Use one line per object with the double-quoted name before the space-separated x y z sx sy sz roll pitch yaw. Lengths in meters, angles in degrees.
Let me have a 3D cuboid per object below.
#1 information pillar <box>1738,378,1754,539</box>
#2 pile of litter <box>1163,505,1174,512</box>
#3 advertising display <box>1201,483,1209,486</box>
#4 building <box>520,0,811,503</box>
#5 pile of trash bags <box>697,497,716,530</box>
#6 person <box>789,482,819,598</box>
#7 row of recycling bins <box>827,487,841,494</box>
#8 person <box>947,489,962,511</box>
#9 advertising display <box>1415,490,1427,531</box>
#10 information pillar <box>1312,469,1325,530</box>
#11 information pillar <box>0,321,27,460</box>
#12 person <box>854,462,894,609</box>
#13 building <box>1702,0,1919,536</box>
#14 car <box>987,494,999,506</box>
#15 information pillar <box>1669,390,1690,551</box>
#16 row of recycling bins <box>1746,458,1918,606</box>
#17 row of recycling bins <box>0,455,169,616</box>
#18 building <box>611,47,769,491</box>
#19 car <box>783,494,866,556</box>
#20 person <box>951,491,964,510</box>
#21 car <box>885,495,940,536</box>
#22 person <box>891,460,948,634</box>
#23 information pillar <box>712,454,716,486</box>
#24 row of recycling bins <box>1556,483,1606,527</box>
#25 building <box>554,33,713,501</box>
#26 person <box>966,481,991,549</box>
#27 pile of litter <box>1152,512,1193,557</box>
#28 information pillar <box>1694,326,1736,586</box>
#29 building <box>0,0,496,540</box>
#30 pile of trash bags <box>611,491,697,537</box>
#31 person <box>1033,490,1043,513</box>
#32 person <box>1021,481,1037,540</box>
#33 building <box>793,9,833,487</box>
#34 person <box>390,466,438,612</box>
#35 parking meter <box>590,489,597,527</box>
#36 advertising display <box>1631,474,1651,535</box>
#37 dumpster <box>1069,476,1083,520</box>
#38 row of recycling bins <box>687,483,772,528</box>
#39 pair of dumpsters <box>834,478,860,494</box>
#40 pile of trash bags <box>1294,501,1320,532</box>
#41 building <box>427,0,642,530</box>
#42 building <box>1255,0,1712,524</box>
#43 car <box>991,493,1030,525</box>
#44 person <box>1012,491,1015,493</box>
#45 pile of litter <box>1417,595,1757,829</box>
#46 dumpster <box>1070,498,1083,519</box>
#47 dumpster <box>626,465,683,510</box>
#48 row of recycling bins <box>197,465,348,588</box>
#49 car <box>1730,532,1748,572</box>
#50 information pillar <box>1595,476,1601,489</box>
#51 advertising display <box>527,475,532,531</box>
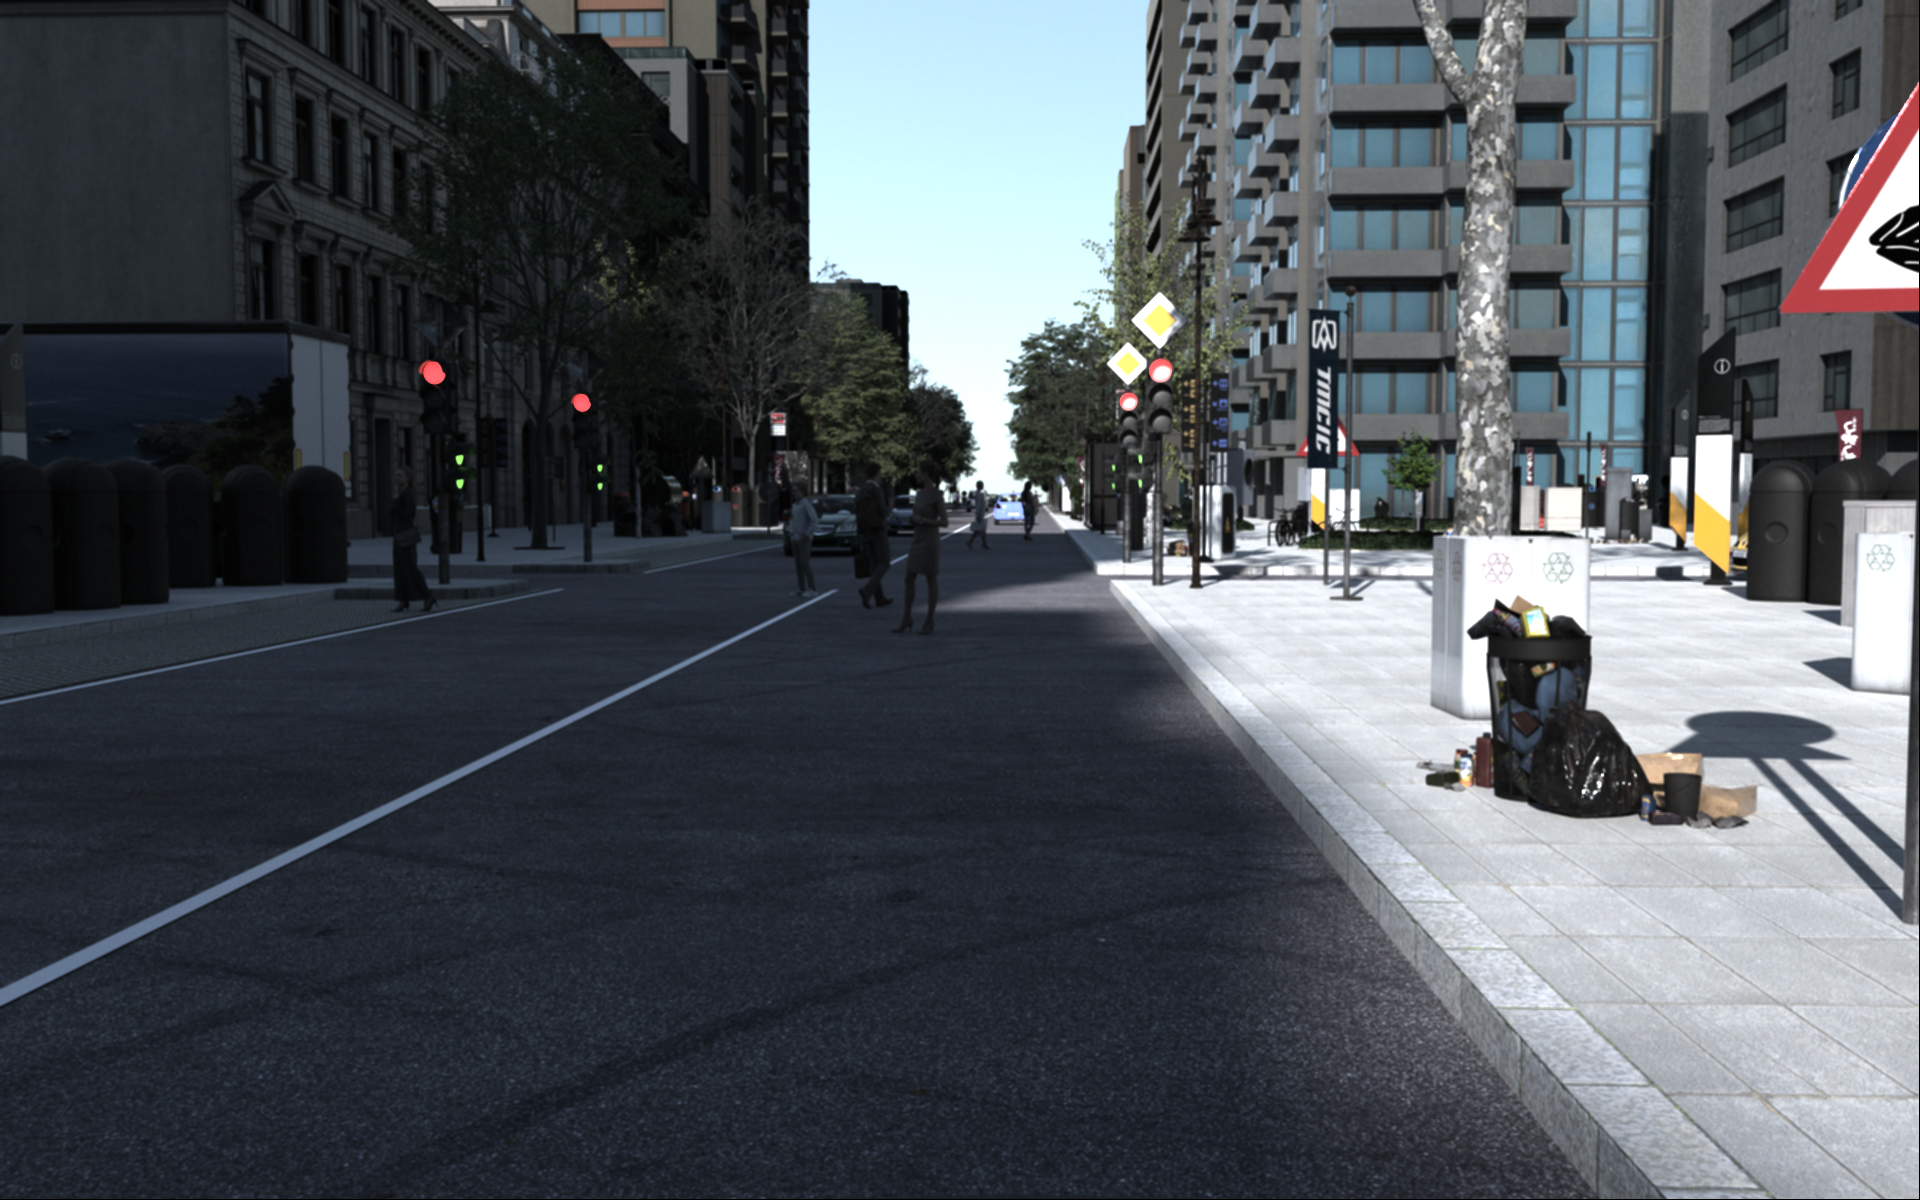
"information pillar" 15.973 -2.683 35.215 0.183 3.616 0.504 3 5 43
"pile of litter" 8.380 -3.380 69.225 1.719 0.858 1.176 3 5 40
"advertising display" 14.772 -6.080 104.618 0.974 1.923 0.123 -2 4 -26
"building" -23.822 -29.507 137.069 22.147 44.769 28.867 0 4 2
"pile of trash bags" -9.476 -3.140 61.091 1.912 1.369 3.447 0 4 0
"person" -2.216 -0.848 24.180 0.330 1.601 0.589 -2 4 -29
"row of recycling bins" -7.403 -5.682 100.009 1.069 1.692 3.534 0 3 0
"person" -0.450 -8.391 145.686 1.348 1.826 0.705 -1 4 -16
"advertising display" 13.886 -2.877 52.251 0.123 1.923 0.974 0 4 0
"information pillar" 10.216 -3.525 48.983 0.504 3.616 0.183 1 4 19
"information pillar" -12.748 -1.955 23.314 0.183 3.616 0.504 1 4 10
"person" -1.111 -0.822 21.907 0.622 1.834 0.822 3 4 37
"building" 29.608 -16.781 46.067 14.107 30.474 14.160 0 4 2
"car" 3.477 -10.572 182.633 2.009 1.686 4.222 0 4 1
"information pillar" 16.239 -2.919 39.080 0.504 3.616 0.183 -2 4 -28
"row of recycling bins" 10.647 -0.772 19.737 1.069 1.692 3.534 -2 4 -33
"row of recycling bins" -10.087 -0.727 19.004 1.069 1.692 3.534 1 4 16
"building" -20.906 -21.053 115.917 14.160 30.474 14.107 0 4 2
"car" -3.118 -1.831 41.736 2.131 1.459 4.920 0 4 2
"person" -0.210 -9.005 156.408 1.217 1.739 0.721 0 4 5
"car" -1.639 -2.959 60.381 2.014 1.417 4.499 0 4 2
"person" -0.405 -0.545 17.750 0.374 1.781 0.599 -3 4 -38
"information pillar" -14.443 -6.750 101.717 0.183 3.616 0.504 -2 4 -33
"row of recycling bins" 24.579 -3.657 66.897 3.534 1.692 1.069 -1 4 -12
"building" -20.762 -16.035 91.850 12.332 23.373 15.834 0 4 2
"person" 0.477 -2.208 44.959 0.624 1.780 0.694 1 4 10
"pile of litter" 4.801 -1.348 36.013 1.719 0.858 1.176 0 4 2
"information pillar" 10.628 -2.020 24.374 0.504 3.616 0.183 3 5 39
"building" -21.605 -11.365 50.441 10.561 19.102 19.286 0 4 2
"pile of trash bags" -9.761 -2.640 52.920 1.912 1.369 3.447 -2 4 -35
"person" 6.019 -7.624 133.947 0.742 1.727 0.445 -1 4 -9
"person" 2.142 -2.756 53.575 0.555 1.821 0.388 2 4 31
"building" -22.588 -44.200 160.926 20.563 71.187 20.611 0 4 2
"person" -6.679 -0.738 20.990 0.576 1.772 0.534 3 5 42
"parking meter" -14.227 -3.574 66.839 0.372 1.533 0.369 0 3 0
"advertising display" 21.361 -3.036 54.856 0.123 1.923 0.974 -3 5 -43
"dumpster" 6.144 -5.067 85.339 1.502 2.255 1.985 0 4 3
"row of recycling bins" -8.937 -3.673 67.166 3.534 1.692 1.069 1 4 15
"pair of dumpsters" -6.931 -6.322 105.856 1.574 2.255 4.437 0 4 2
"pile of trash bags" 12.483 -3.000 58.804 1.912 1.369 3.447 0 4 -4
"building" -22.312 -14.082 72.035 13.314 21.916 24.055 0 4 2
"building" 25.811 -28.555 86.477 23.786 49.044 30.456 0 4 2
"car" 2.437 -4.376 81.144 1.945 1.707 3.694 0 4 0
"person" 4.952 -9.487 164.136 0.750 1.759 0.617 -2 4 -30
"pile of litter" 2.656 0.399 7.444 1.176 0.858 1.719 0 4 -5
"dumpster" 6.286 -5.101 89.165 1.264 1.857 1.865 0 4 2
"dumpster" -10.045 -3.330 56.943 1.502 2.255 1.985 0 4 2
"row of recycling bins" -10.355 -1.045 24.205 3.534 1.692 1.069 -3 5 -40
"car" 14.680 -1.098 28.184 3.980 1.641 2.015 0 4 1
"information pillar" 26.253 -4.078 71.169 0.304 2.012 0.304 2 4 31
"advertising display" -14.949 -3.359 60.141 0.123 1.923 0.974 -1 4 -14
